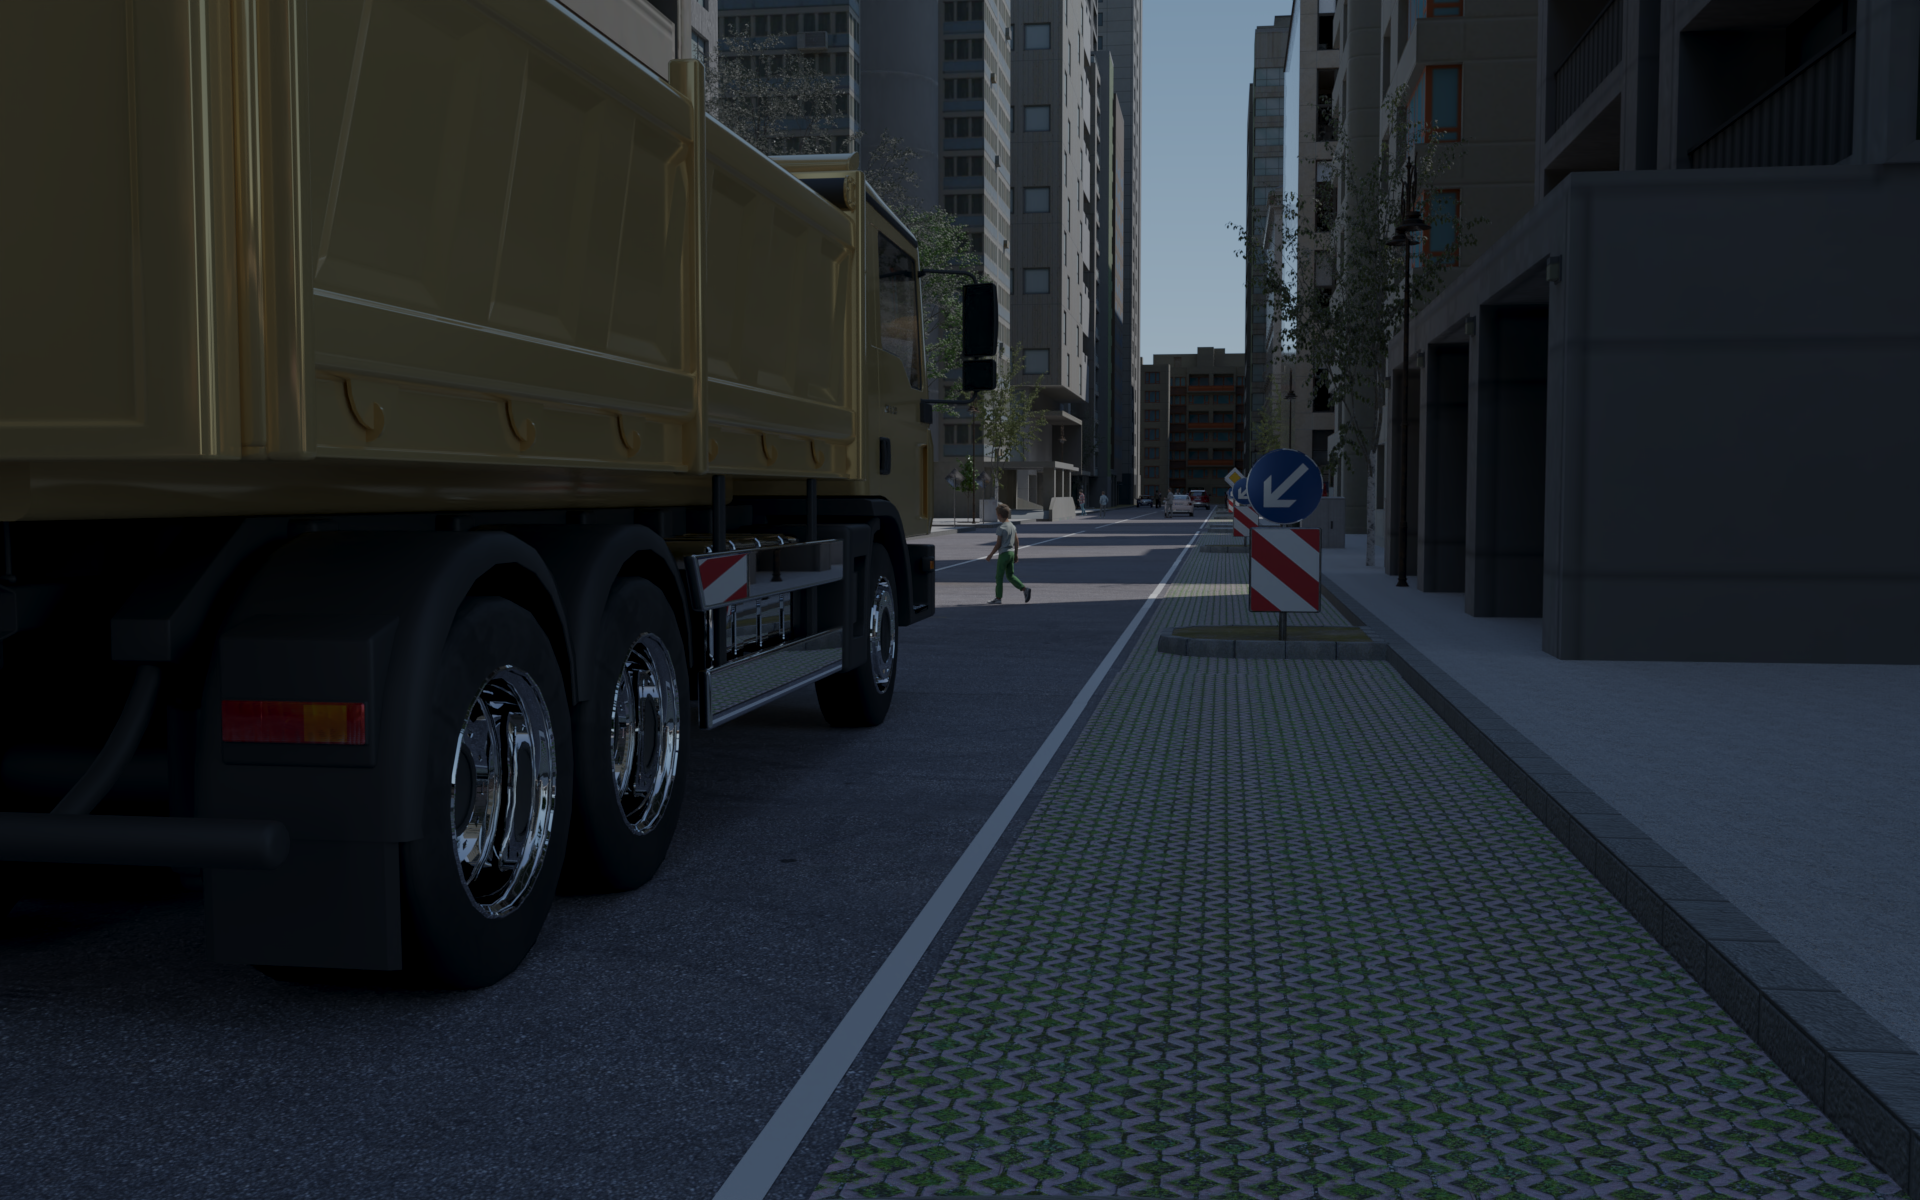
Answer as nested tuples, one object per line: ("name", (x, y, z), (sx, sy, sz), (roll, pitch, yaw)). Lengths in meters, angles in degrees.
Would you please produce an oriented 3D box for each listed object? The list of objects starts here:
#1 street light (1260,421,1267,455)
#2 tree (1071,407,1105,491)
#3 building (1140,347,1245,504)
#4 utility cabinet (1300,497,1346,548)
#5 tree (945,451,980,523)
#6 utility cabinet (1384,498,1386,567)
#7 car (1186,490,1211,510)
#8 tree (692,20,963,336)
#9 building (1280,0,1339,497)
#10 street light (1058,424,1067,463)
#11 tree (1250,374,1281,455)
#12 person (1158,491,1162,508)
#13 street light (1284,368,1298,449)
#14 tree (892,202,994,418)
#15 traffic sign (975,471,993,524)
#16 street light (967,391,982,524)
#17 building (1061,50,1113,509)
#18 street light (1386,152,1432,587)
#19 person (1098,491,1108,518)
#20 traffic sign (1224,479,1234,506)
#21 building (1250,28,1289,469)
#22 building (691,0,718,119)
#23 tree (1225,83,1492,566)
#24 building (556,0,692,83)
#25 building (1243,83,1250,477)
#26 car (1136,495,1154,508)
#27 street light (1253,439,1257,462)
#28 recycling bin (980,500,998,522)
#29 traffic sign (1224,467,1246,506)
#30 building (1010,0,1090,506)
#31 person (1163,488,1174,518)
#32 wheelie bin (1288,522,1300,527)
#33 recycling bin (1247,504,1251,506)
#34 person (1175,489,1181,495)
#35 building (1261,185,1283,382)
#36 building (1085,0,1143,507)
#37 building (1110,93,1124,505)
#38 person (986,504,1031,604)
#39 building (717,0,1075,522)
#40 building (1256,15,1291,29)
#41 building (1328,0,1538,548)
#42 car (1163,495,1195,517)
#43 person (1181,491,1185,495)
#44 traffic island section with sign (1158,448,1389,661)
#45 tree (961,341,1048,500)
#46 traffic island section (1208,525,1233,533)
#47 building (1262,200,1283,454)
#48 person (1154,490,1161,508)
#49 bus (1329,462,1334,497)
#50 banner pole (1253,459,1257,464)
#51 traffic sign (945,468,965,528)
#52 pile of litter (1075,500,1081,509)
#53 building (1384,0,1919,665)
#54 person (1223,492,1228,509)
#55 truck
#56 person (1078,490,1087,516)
("street light", (18.787, -8.217, 107.131), (0.468, 5.910, 1.993), (1, 4, 9))
("tree", (10.083, -11.970, 146.077), (4.360, 8.622, 3.978), (0, 3, 0))
("building", (35.291, -24.351, 243.185), (28.899, 21.520, 27.650), (1, 4, 9))
("utility cabinet", (8.592, -1.827, 41.034), (1.020, 1.237, 0.306), (0, 4, 1))
("tree", (0.398, -5.059, 77.318), (1.663, 3.219, 1.824), (0, 3, 0))
("utility cabinet", (7.802, -1.149, 29.947), (0.306, 1.237, 1.020), (-2, 4, -30))
("car", (21.697, -9.105, 157.537), (2.281, 1.827, 5.304), (1, 4, 10))
("tree", (-5.015, -8.235, 45.017), (12.009, 13.543, 11.850), (0, 3, 0))
("building", (32.217, -16.759, 78.533), (34.151, 26.468, 19.350), (1, 4, 9))
("street light", (6.704, -8.614, 113.633), (0.468, 5.910, 1.993), (1, 4, 9))
("tree", (19.015, -9.252, 101.632), (4.737, 8.622, 4.395), (0, 3, 0))
("person", (20.878, -10.570, 182.124), (0.742, 1.727, 0.445), (2, 4, 32))
("street light", (12.128, -5.557, 63.644), (0.468, 5.910, 1.993), (1, 4, 9))
("tree", (-2.407, -8.126, 58.619), (9.928, 11.665, 9.643), (0, 3, 0))
("traffic sign", (1.008, -4.320, 74.269), (0.795, 2.450, 0.064), (1, 4, 9))
("street light", (0.597, -6.223, 74.526), (0.468, 5.910, 1.993), (1, 4, 9))
("building", (6.252, -28.901, 156.128), (14.154, 41.232, 14.086), (1, 4, 9))
("street light", (6.140, -3.123, 23.855), (0.468, 5.910, 1.993), (1, 4, 9))
("person", (8.629, -5.745, 104.236), (0.589, 1.601, 0.330), (-1, 4, -14))
("traffic sign", (11.478, -4.221, 72.655), (0.795, 2.450, 0.064), (1, 4, 9))
("building", (33.247, -28.850, 155.296), (14.154, 41.232, 14.086), (1, 4, 9))
("building", (-16.282, -23.026, 60.073), (14.086, 41.232, 14.154), (1, 4, 9))
("tree", (7.106, -4.917, 30.760), (4.360, 8.622, 3.978), (0, 3, 0))
("building", (-17.329, -24.485, 24.024), (21.300, 48.544, 21.600), (1, 4, 9))
("building", (42.966, -34.918, 194.610), (21.300, 48.544, 21.600), (1, 4, 9))
("car", (19.575, -10.449, 183.425), (1.945, 1.354, 3.894), (0, 4, 7))
("street light", (24.917, -10.608, 146.234), (0.468, 5.910, 1.993), (1, 4, 9))
("recycling bin", (1.305, -4.063, 78.983), (0.722, 1.027, 0.722), (-1, 4, -10))
("traffic sign", (10.272, -3.738, 64.762), (0.795, 2.450, 0.064), (1, 4, 9))
("building", (-4.432, -33.114, 130.657), (28.713, 52.752, 27.495), (1, 4, 9))
("person", (12.417, -5.774, 103.110), (0.583, 1.804, 0.606), (2, 4, 32))
("wheelie bin", (11.431, -3.086, 58.364), (0.980, 1.594, 0.693), (0, 4, -7))
("recycling bin", (23.146, -7.641, 137.483), (0.722, 1.027, 0.722), (2, 4, 25))
("person", (17.328, -7.940, 138.192), (0.514, 1.842, 0.818), (-3, 5, -41))
("building", (29.608, -20.537, 133.039), (12.463, 27.353, 25.104), (1, 4, 9))
("building", (11.708, -47.477, 214.493), (20.611, 71.187, 20.563), (1, 4, 9))
("building", (10.628, -33.079, 190.953), (14.600, 45.320, 14.200), (1, 4, 9))
("person", (0.636, -0.602, 22.590), (0.590, 1.304, 0.306), (1, 4, 19))
("building", (-10.089, -24.829, 97.831), (32.217, 40.220, 23.993), (1, 4, 9))
("building", (39.867, -33.540, 172.080), (21.300, 48.544, 21.600), (1, 4, 9))
("building", (25.095, -12.368, 47.255), (27.650, 21.520, 28.899), (1, 4, 9))
("car", (14.124, -6.071, 111.629), (2.083, 1.381, 4.827), (0, 4, 7))
("person", (24.790, -11.222, 191.988), (0.705, 1.823, 1.348), (3, 5, 44))
("traffic island section with sign", (2.836, -0.443, 15.864), (1.989, 1.847, 2.006), (1, 4, 9))
("tree", (1.953, -8.046, 81.919), (4.737, 8.622, 4.395), (0, 3, 0))
("traffic island section", (10.297, -2.603, 64.835), (2.009, 0.180, 2.903), (1, 4, 9))
("building", (24.671, -16.082, 112.088), (9.793, 20.994, 18.267), (1, 4, 9))
("person", (19.692, -10.053, 172.879), (0.705, 1.823, 1.348), (-1, 4, -23))
("bus", (21.167, -4.428, 67.262), (13.247, 3.499, 2.948), (0, 4, 7))
("banner pole", (20.876, -8.114, 122.686), (0.401, 3.779, 0.863), (2, 4, 24))
("traffic sign", (-0.198, -3.837, 66.375), (0.795, 2.450, 0.064), (1, 4, 9))
("pile of litter", (9.910, -8.172, 147.577), (1.176, 0.858, 1.719), (2, 4, 29))
("building", (15.407, -35.223, 14.142), (20.563, 71.187, 20.611), (1, 4, 9))
("person", (25.626, -9.617, 167.212), (0.415, 1.643, 0.593), (0, 4, -6))
("truck", (-2.001, -0.785, 8.760), (3.469, 3.379, 9.791), (1, 4, 9))
("person", (7.897, -6.259, 111.672), (0.643, 1.720, 0.563), (0, 4, -7))
